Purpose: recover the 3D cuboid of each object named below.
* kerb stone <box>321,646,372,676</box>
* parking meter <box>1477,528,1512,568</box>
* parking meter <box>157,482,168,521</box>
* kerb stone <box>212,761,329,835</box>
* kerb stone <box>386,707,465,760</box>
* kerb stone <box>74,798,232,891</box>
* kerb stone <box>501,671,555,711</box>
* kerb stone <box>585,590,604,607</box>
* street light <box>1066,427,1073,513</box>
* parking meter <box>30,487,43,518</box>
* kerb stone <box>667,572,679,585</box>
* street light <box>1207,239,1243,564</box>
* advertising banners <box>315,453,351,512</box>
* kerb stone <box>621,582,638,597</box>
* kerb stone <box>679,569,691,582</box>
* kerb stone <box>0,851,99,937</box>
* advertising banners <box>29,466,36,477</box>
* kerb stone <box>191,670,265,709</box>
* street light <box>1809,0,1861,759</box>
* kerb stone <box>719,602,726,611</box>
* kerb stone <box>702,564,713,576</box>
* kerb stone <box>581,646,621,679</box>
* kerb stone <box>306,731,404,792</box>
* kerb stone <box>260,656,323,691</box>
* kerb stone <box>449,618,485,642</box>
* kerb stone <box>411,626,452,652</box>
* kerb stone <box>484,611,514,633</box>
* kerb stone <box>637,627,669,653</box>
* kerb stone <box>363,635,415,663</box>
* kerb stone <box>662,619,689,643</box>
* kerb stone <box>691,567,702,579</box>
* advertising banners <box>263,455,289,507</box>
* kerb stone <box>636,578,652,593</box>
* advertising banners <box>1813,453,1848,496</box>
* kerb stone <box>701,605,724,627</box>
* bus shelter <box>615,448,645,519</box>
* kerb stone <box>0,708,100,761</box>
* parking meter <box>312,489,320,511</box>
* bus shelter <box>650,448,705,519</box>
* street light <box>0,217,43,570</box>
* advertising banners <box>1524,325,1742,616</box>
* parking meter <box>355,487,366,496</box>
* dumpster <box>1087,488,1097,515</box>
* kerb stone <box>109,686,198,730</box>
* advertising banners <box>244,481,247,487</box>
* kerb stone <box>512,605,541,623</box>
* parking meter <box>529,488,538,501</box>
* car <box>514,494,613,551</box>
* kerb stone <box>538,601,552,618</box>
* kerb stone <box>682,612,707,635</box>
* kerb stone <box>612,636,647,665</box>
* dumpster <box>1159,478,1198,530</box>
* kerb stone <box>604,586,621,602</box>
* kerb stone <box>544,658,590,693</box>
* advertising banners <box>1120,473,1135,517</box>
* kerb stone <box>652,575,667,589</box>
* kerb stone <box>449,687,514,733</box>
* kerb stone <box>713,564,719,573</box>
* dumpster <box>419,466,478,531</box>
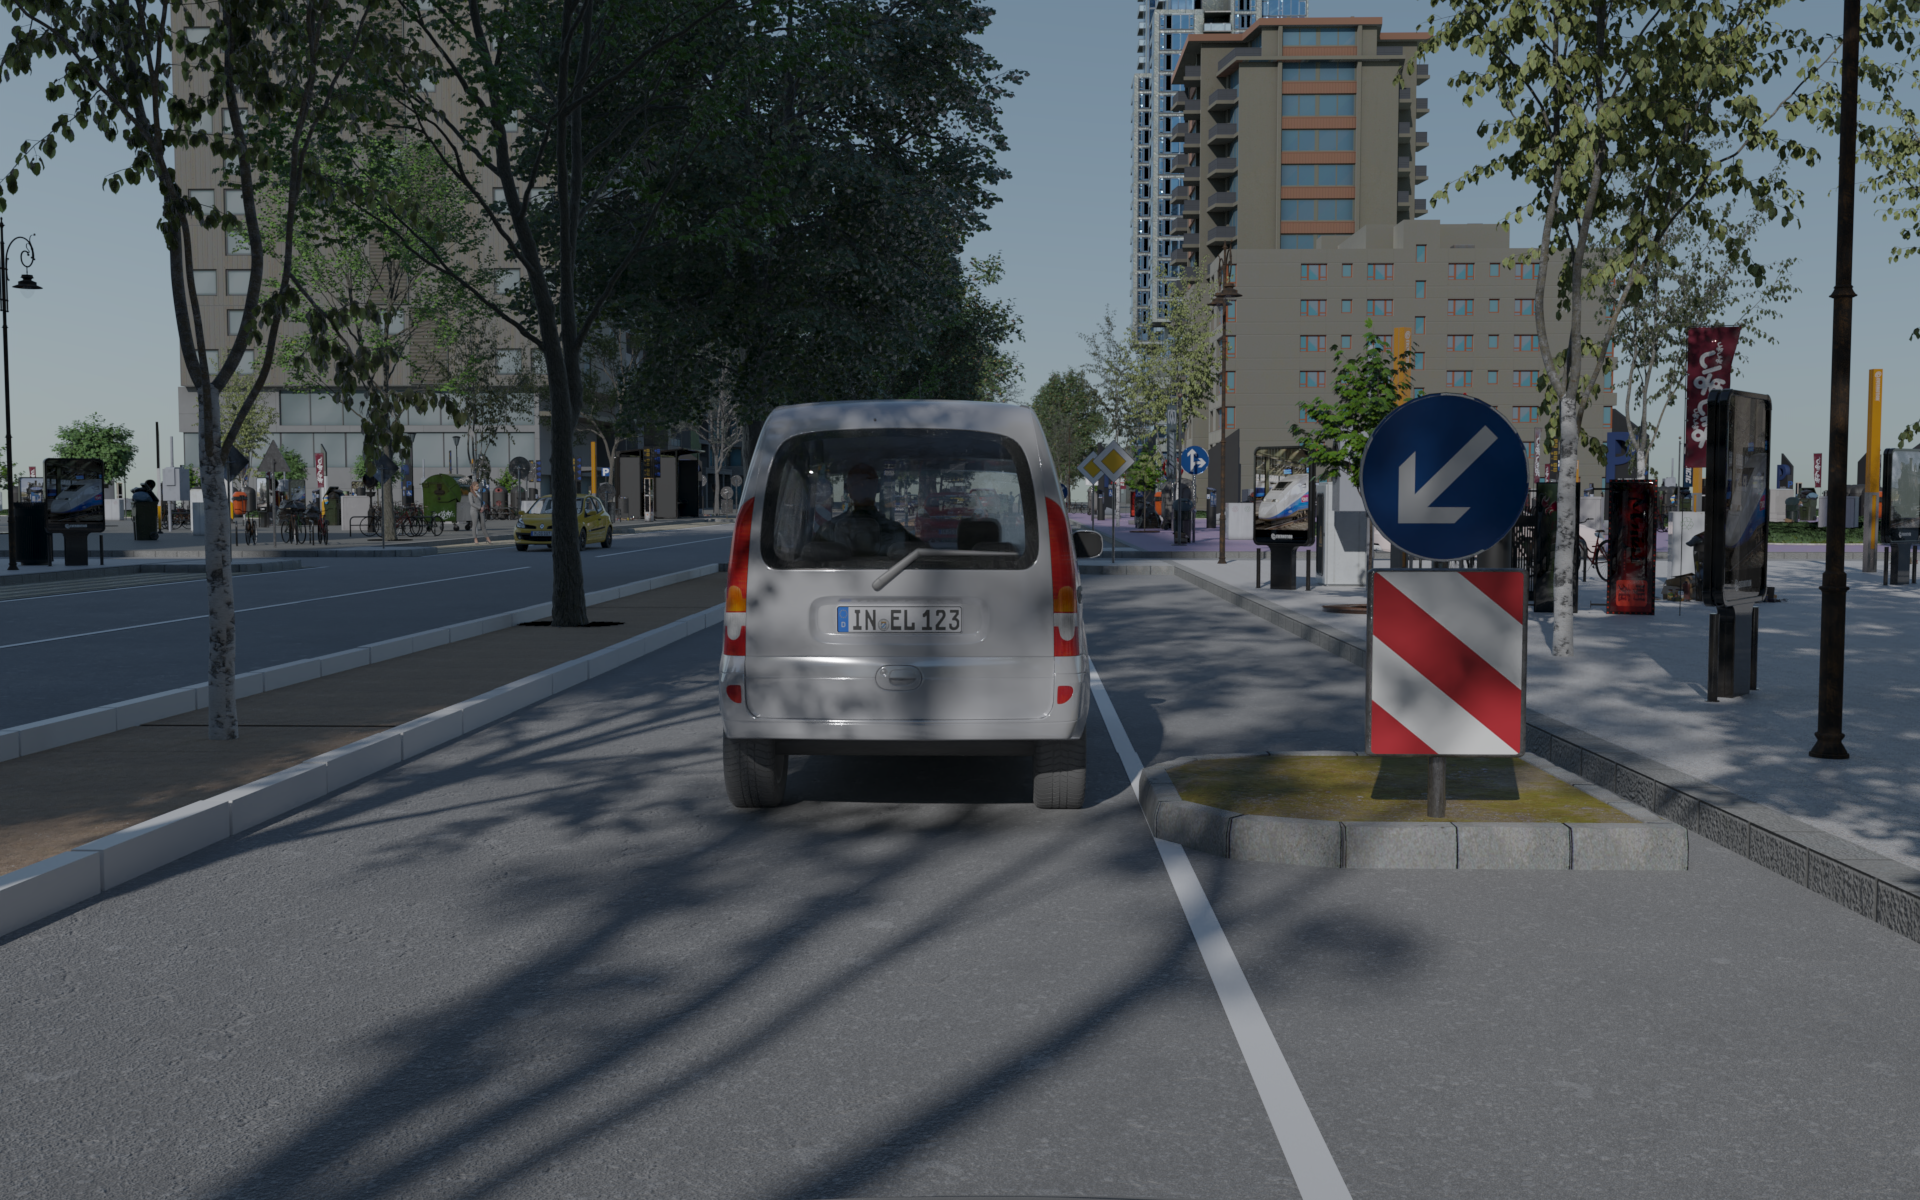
[{"bbox_3d":[-5.020,0.510,13.998,0.120,0.150,1.000,0,4,2],"label":"kerb stone"},{"bbox_3d":[6.054,-0.686,19.627,0.372,1.533,0.369,0,3,0],"label":"parking meter"},{"bbox_3d":[-37.781,-4.670,82.070,0.255,1.863,0.399,3,4,36],"label":"parking meter"},{"bbox_3d":[-3.099,0.886,7.772,0.120,0.150,1.000,0,4,2],"label":"kerb stone"},{"bbox_3d":[-3.040,0.757,9.820,0.120,0.150,1.000,0,4,2],"label":"kerb stone"},{"bbox_3d":[-3.133,0.945,6.750,0.120,0.150,1.000,0,4,2],"label":"kerb stone"},{"bbox_3d":[-2.987,0.632,11.864,0.120,0.150,1.000,0,4,2],"label":"kerb stone"},{"bbox_3d":[-4.776,-0.001,22.211,0.120,0.150,1.000,0,4,2],"label":"kerb stone"},{"bbox_3d":[7.551,-8.978,119.584,0.468,5.910,1.993,0,4,2],"label":"street light"},{"bbox_3d":[-31.995,-3.157,60.021,0.372,1.533,0.369,0,3,0],"label":"parking meter"},{"bbox_3d":[-4.625,-0.314,27.336,0.120,0.150,1.000,0,4,2],"label":"kerb stone"},{"bbox_3d":[4.826,-3.604,31.712,0.468,5.910,1.993,0,4,2],"label":"street light"},{"bbox_3d":[-26.454,-4.702,73.063,2.074,3.025,0.090,2,4,28],"label":"advertising banners"},{"bbox_3d":[-4.715,-0.122,24.260,0.120,0.150,1.000,0,4,2],"label":"kerb stone"},{"bbox_3d":[-4.592,-0.377,28.358,0.120,0.150,1.000,0,4,2],"label":"kerb stone"},{"bbox_3d":[-3.162,1.008,5.720,0.120,0.150,1.000,0,4,2],"label":"kerb stone"},{"bbox_3d":[-57.735,-6.906,109.097,2.074,3.025,0.090,1,4,13],"label":"advertising banners"},{"bbox_3d":[-5.082,0.627,11.939,0.120,0.150,1.000,0,4,2],"label":"kerb stone"},{"bbox_3d":[4.244,-2.171,8.280,0.468,5.910,1.993,0,4,2],"label":"street light"},{"bbox_3d":[-2.744,0.130,20.063,0.120,0.150,1.000,0,4,2],"label":"kerb stone"},{"bbox_3d":[-4.528,-0.501,30.401,0.120,0.150,1.000,0,4,2],"label":"kerb stone"},{"bbox_3d":[-2.914,0.509,13.913,0.120,0.150,1.000,0,4,2],"label":"kerb stone"},{"bbox_3d":[-3.075,0.819,8.798,0.120,0.150,1.000,0,4,2],"label":"kerb stone"},{"bbox_3d":[-5.051,0.564,12.975,0.120,0.150,1.000,0,4,2],"label":"kerb stone"},{"bbox_3d":[-4.922,0.313,17.080,0.120,0.150,1.000,0,4,2],"label":"kerb stone"},{"bbox_3d":[-4.957,0.377,16.052,0.120,0.150,1.000,0,4,2],"label":"kerb stone"},{"bbox_3d":[-4.894,0.252,18.107,0.120,0.150,1.000,0,4,2],"label":"kerb stone"},{"bbox_3d":[-2.859,0.382,15.957,0.120,0.150,1.000,0,4,2],"label":"kerb stone"},{"bbox_3d":[-4.982,0.439,15.024,0.120,0.150,1.000,0,4,2],"label":"kerb stone"},{"bbox_3d":[-2.834,0.324,16.987,0.120,0.150,1.000,0,4,2],"label":"kerb stone"},{"bbox_3d":[-4.561,-0.437,29.380,0.120,0.150,1.000,0,4,2],"label":"kerb stone"},{"bbox_3d":[-30.727,-4.996,77.877,0.090,3.025,2.074,1,4,9],"label":"advertising banners"},{"bbox_3d":[-4.693,-0.189,25.289,0.120,0.150,1.000,0,4,2],"label":"kerb stone"},{"bbox_3d":[36.733,-4.708,73.155,0.090,3.025,2.074,-1,4,-13],"label":"advertising banners"},{"bbox_3d":[-2.764,0.193,19.038,0.120,0.150,1.000,0,4,2],"label":"kerb stone"},{"bbox_3d":[-16.651,-6.112,91.214,1.731,3.624,6.357,0,4,2],"label":"bus shelter"},{"bbox_3d":[-5.139,0.752,9.895,0.120,0.150,1.000,0,4,2],"label":"kerb stone"},{"bbox_3d":[-32.389,-4.815,87.134,0.372,1.533,0.369,0,3,0],"label":"parking meter"},{"bbox_3d":[-14.839,-6.121,91.361,1.731,3.624,6.357,0,4,2],"label":"bus shelter"},{"bbox_3d":[-15.982,-3.441,29.052,0.468,5.910,1.993,0,4,2],"label":"street light"},{"bbox_3d":[7.104,-1.355,18.343,2.074,3.025,0.090,1,4,23],"label":"advertising banners"},{"bbox_3d":[-22.661,-3.492,65.502,0.372,1.533,0.369,0,3,0],"label":"parking meter"},{"bbox_3d":[8.305,-6.038,104.482,1.264,1.857,1.865,0,4,2],"label":"dumpster"},{"bbox_3d":[-5.115,0.690,10.917,0.120,0.150,1.000,0,4,2],"label":"kerb stone"},{"bbox_3d":[-47.960,-7.274,115.114,2.074,3.025,0.090,2,4,30],"label":"advertising banners"},{"bbox_3d":[-4.857,0.188,19.129,0.120,0.150,1.000,0,4,2],"label":"kerb stone"},{"bbox_3d":[-17.077,-3.728,69.364,0.372,1.533,0.369,0,3,0],"label":"parking meter"},{"bbox_3d":[-10.223,-2.109,44.700,2.015,1.641,3.980,0,4,3],"label":"car"},{"bbox_3d":[-4.841,0.125,20.158,0.120,0.150,1.000,0,4,2],"label":"kerb stone"},{"bbox_3d":[-2.802,0.256,18.016,0.120,0.150,1.000,0,4,2],"label":"kerb stone"},{"bbox_3d":[-2.888,0.446,14.935,0.120,0.150,1.000,0,4,2],"label":"kerb stone"},{"bbox_3d":[7.862,-3.454,62.233,1.264,1.857,1.865,0,4,2],"label":"dumpster"},{"bbox_3d":[-4.750,-0.058,23.234,0.120,0.150,1.000,0,4,2],"label":"kerb stone"},{"bbox_3d":[-2.955,0.570,12.886,0.120,0.150,1.000,0,4,2],"label":"kerb stone"},{"bbox_3d":[9.725,-6.115,96.166,2.074,3.025,0.090,1,4,20],"label":"advertising banners"},{"bbox_3d":[-4.653,-0.252,26.311,0.120,0.150,1.000,0,4,2],"label":"kerb stone"},{"bbox_3d":[-3.011,0.695,10.842,0.120,0.150,1.000,0,4,2],"label":"kerb stone"},{"bbox_3d":[-4.498,-0.564,31.424,0.120,0.150,1.000,0,4,2],"label":"kerb stone"},{"bbox_3d":[-17.758,-3.525,60.127,1.502,2.255,1.985,0,4,2],"label":"dumpster"}]
